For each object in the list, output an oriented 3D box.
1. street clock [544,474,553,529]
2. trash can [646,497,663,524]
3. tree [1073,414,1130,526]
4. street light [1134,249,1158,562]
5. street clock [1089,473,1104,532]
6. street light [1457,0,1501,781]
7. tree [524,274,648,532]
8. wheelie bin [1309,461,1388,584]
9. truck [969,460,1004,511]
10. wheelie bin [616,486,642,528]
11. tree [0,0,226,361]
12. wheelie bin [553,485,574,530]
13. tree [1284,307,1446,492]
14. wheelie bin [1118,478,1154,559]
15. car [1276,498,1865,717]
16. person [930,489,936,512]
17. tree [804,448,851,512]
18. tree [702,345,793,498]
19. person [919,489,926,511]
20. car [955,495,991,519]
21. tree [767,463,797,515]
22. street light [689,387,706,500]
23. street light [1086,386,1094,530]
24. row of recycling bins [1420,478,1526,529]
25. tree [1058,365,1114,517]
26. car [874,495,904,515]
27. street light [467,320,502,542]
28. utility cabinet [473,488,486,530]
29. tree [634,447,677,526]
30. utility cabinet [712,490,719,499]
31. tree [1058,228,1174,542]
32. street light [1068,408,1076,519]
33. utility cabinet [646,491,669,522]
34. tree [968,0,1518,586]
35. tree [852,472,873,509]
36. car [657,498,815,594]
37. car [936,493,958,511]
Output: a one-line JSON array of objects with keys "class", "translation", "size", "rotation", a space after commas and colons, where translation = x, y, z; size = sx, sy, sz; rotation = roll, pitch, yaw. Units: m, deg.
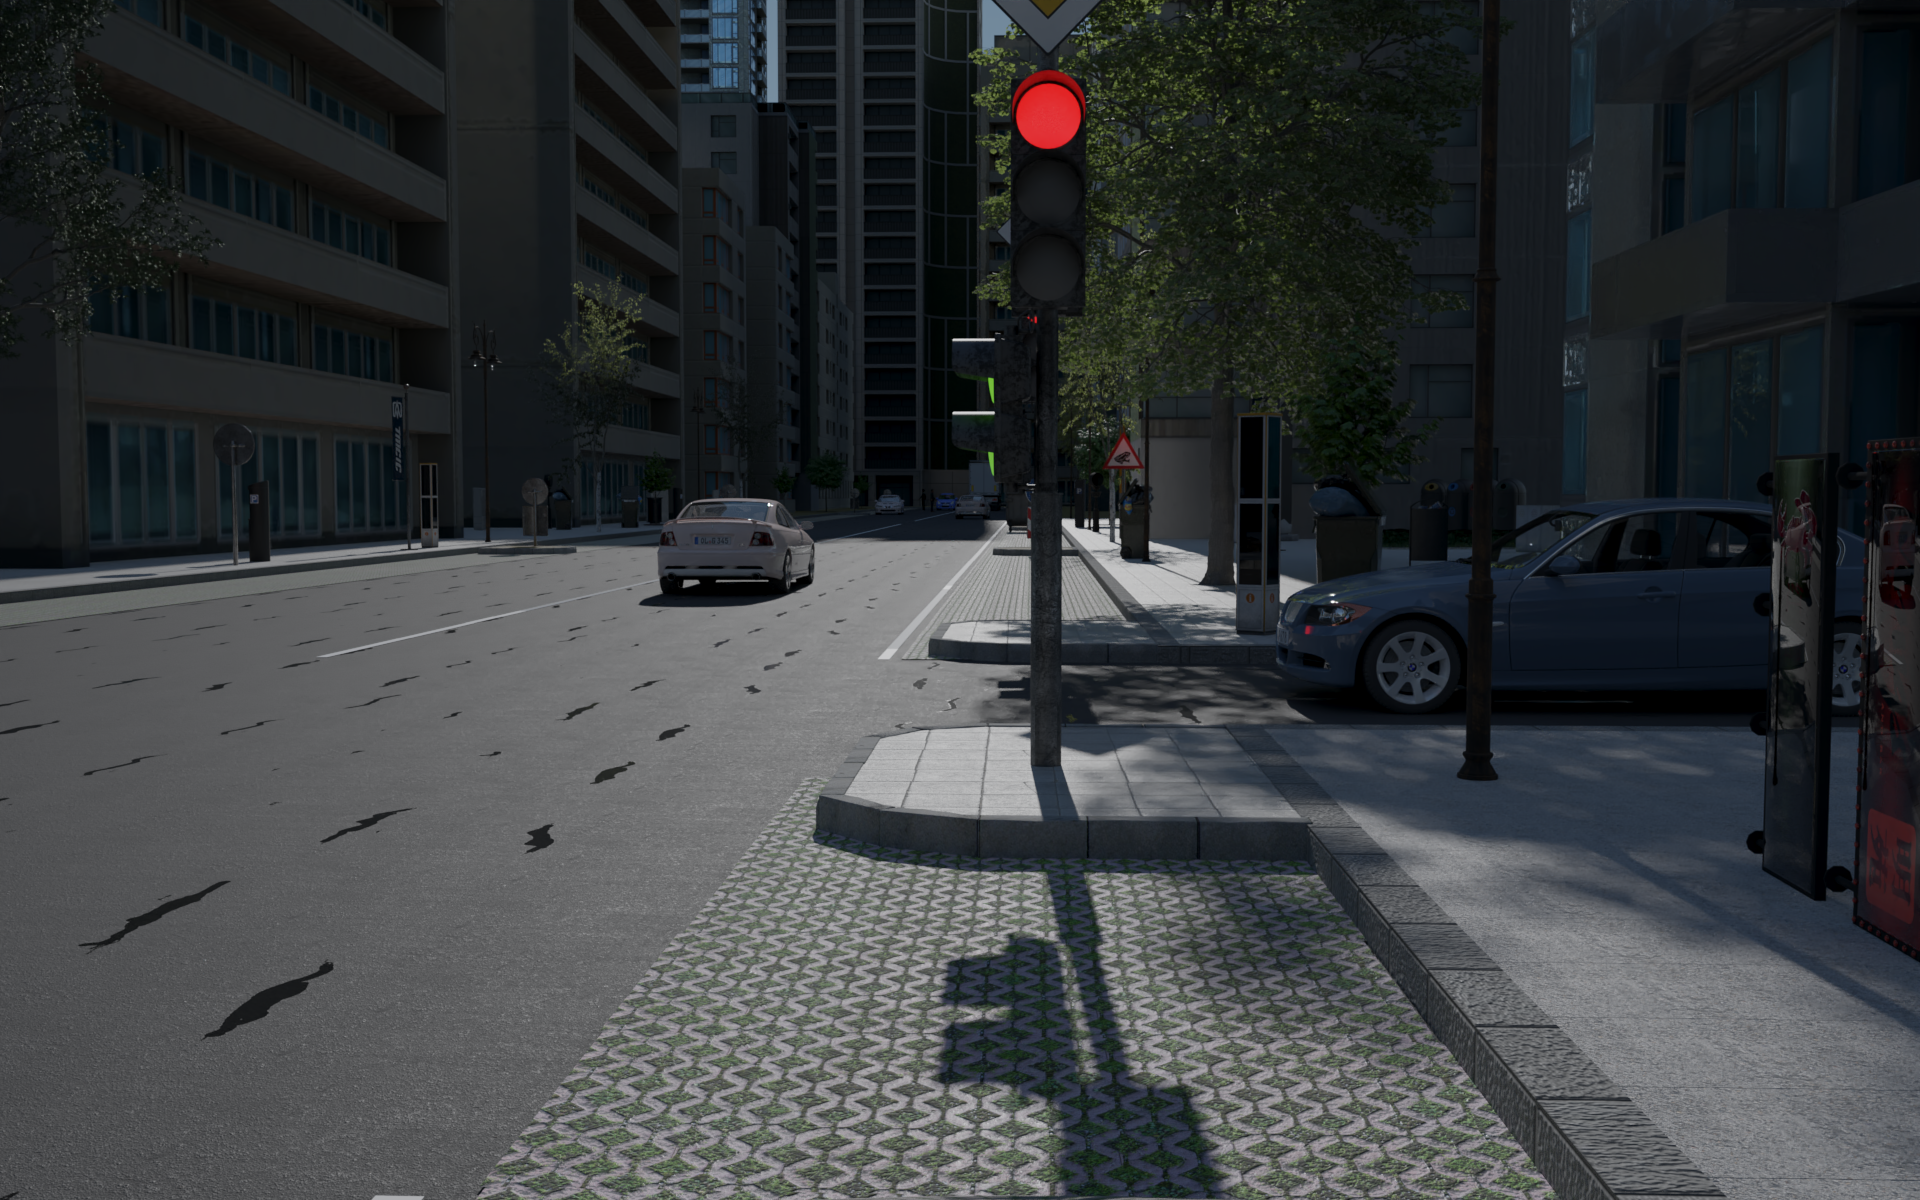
[{"class": "street clock", "translation": [-15.139, -3.619, 63.736], "size": [0.358, 2.002, 0.471], "rotation": [0, 4, -1]}, {"class": "trash can", "translation": [-13.212, -3.872, 74.954], "size": [0.748, 1.137, 0.748], "rotation": [0, 3, 0]}, {"class": "tree", "translation": [6.122, -5.341, 71.031], "size": [4.285, 4.588, 4.351], "rotation": [0, 3, 0]}, {"class": "street light", "translation": [3.531, -3.662, 32.658], "size": [0.468, 5.910, 1.993], "rotation": [0, 4, 2]}, {"class": "street clock", "translation": [4.600, -3.301, 58.549], "size": [0.471, 2.002, 0.358], "rotation": [-2, 4, -25]}, {"class": "street light", "translation": [2.339, -2.132, 7.649], "size": [0.468, 5.910, 1.993], "rotation": [0, 4, 2]}, {"class": "tree", "translation": [-12.293, -6.596, 58.207], "size": [4.360, 8.622, 3.978], "rotation": [0, 3, 0]}, {"class": "wheelie bin", "translation": [3.709, -0.530, 16.571], "size": [0.693, 1.594, 0.980], "rotation": [1, 4, 18]}, {"class": "truck", "translation": [2.264, -9.815, 149.389], "size": [2.839, 4.237, 11.283], "rotation": [0, 4, 3]}, {"class": "wheelie bin", "translation": [-12.540, -3.536, 65.718], "size": [0.980, 1.594, 0.693], "rotation": [0, 4, -5]}, {"class": "tree", "translation": [-14.479, -5.507, 24.455], "size": [8.767, 10.594, 7.601], "rotation": [1, 4, 16]}, {"class": "wheelie bin", "translation": [-14.231, -3.316, 62.128], "size": [0.693, 1.594, 0.980], "rotation": [0, 4, -7]}, {"class": "tree", "translation": [4.222, -1.433, 18.037], "size": [1.663, 3.219, 1.824], "rotation": [0, 3, 0]}, {"class": "wheelie bin", "translation": [3.513, -1.631, 34.579], "size": [0.693, 1.594, 0.980], "rotation": [1, 4, 9]}, {"class": "car", "translation": [4.464, 0.001, 11.983], "size": [4.499, 1.417, 2.014], "rotation": [0, 4, 2]}, {"class": "person", "translation": [-2.193, -7.948, 138.476], "size": [0.705, 1.821, 1.348], "rotation": [1, 4, 13]}, {"class": "tree", "translation": [-9.472, -8.560, 123.670], "size": [4.285, 4.588, 4.351], "rotation": [0, 3, 0]}, {"class": "tree", "translation": [-10.705, -8.323, 86.449], "size": [4.360, 8.622, 3.978], "rotation": [0, 3, 0]}, {"class": "person", "translation": [-3.094, -8.366, 144.917], "size": [0.705, 1.869, 1.348], "rotation": [2, 4, 24]}, {"class": "car", "translation": [0.744, -5.370, 100.168], "size": [2.083, 1.381, 4.827], "rotation": [0, 4, 4]}, {"class": "tree", "translation": [-10.675, -6.806, 105.873], "size": [1.663, 3.219, 1.824], "rotation": [0, 3, 0]}, {"class": "street light", "translation": [-11.312, -6.248, 74.945], "size": [0.468, 5.910, 1.993], "rotation": [0, 4, 2]}, {"class": "street light", "translation": [4.638, -5.446, 61.836], "size": [0.468, 5.910, 1.993], "rotation": [0, 4, 2]}, {"class": "row of recycling bins", "translation": [13.453, -2.346, 45.472], "size": [1.069, 1.692, 3.534], "rotation": [-2, 4, -27]}, {"class": "tree", "translation": [6.569, -8.982, 97.216], "size": [4.737, 8.622, 4.395], "rotation": [0, 3, 0]}, {"class": "car", "translation": [-4.900, -6.634, 120.833], "size": [2.083, 1.381, 4.827], "rotation": [0, 4, 1]}, {"class": "street light", "translation": [-12.603, -4.483, 46.078], "size": [0.468, 5.910, 1.993], "rotation": [0, 4, 2]}, {"class": "utility cabinet", "translation": [-17.067, -3.243, 61.705], "size": [0.318, 1.500, 1.173], "rotation": [0, 4, -5]}, {"class": "tree", "translation": [-12.552, -4.659, 70.771], "size": [1.663, 3.219, 1.824], "rotation": [0, 3, 0]}, {"class": "utility cabinet", "translation": [-12.337, -4.812, 87.352], "size": [0.318, 1.500, 1.173], "rotation": [-1, 4, -11]}, {"class": "tree", "translation": [3.890, -5.848, 45.978], "size": [4.360, 8.622, 3.978], "rotation": [0, 3, 0]}, {"class": "street light", "translation": [5.827, -7.213, 90.721], "size": [0.468, 5.910, 1.993], "rotation": [0, 4, 2]}, {"class": "utility cabinet", "translation": [-13.628, -4.243, 78.050], "size": [0.318, 1.500, 1.173], "rotation": [2, 4, 31]}, {"class": "tree", "translation": [3.767, -6.508, 24.539], "size": [7.486, 12.596, 7.792], "rotation": [0, 3, 0]}, {"class": "tree", "translation": [-8.554, -9.422, 148.649], "size": [1.663, 3.219, 1.824], "rotation": [0, 3, 0]}, {"class": "car", "translation": [-3.334, -0.854, 26.325], "size": [2.083, 1.381, 4.827], "rotation": [0, 4, 2]}, {"class": "car", "translation": [-1.127, -8.716, 152.094], "size": [1.945, 1.707, 3.694], "rotation": [0, 4, 4]}]
